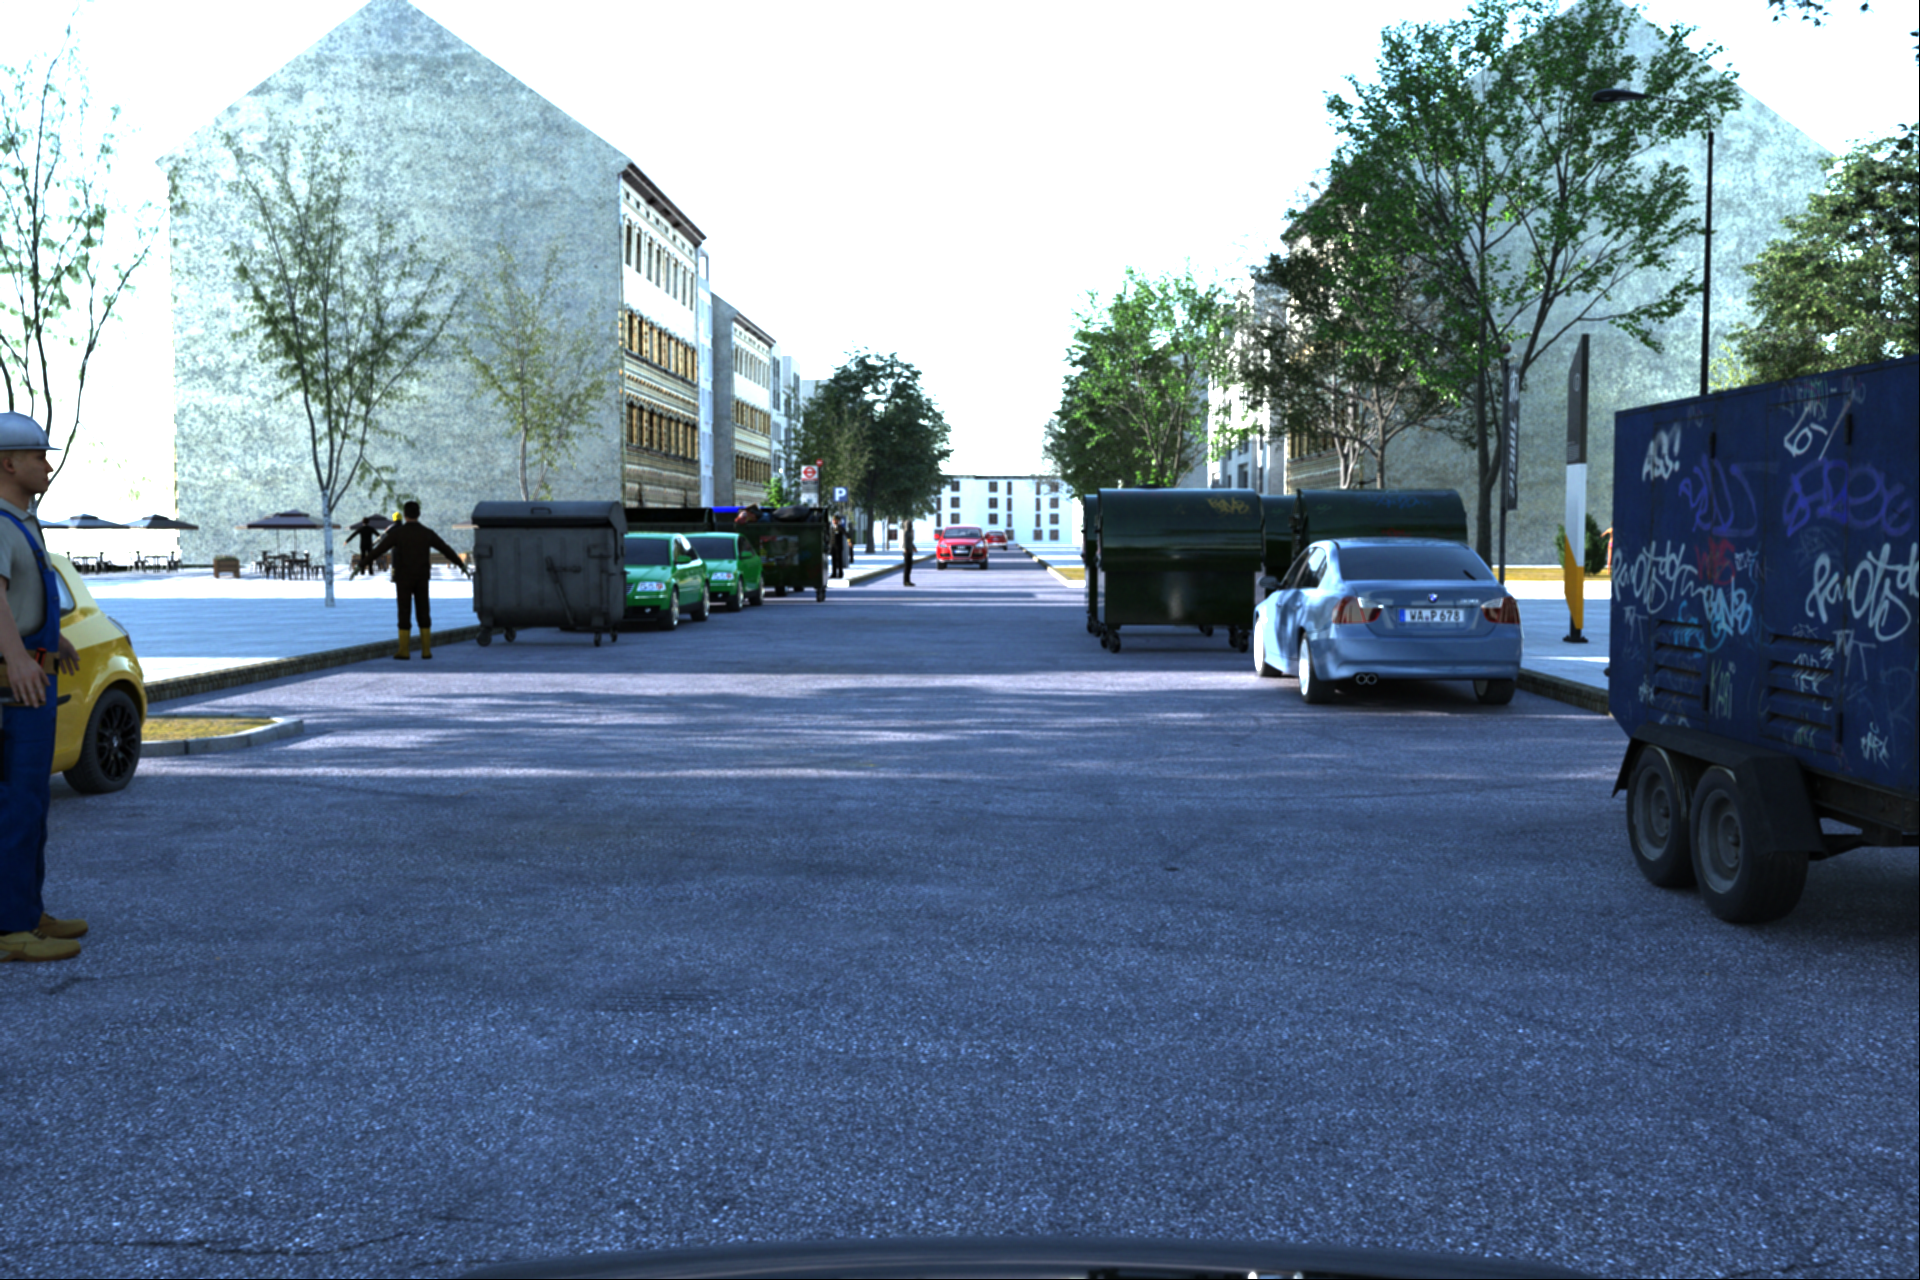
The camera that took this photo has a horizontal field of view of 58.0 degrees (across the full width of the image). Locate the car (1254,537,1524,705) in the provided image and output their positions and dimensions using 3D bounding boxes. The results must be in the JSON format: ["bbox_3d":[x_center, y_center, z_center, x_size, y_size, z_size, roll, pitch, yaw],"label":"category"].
[{"bbox_3d":[3.807,-0.236,15.867,2.014,1.417,4.499,0,4,2],"label":"car"}]

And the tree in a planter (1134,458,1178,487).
[{"bbox_3d":[4.593,-2.656,40.652,1.991,3.239,1.994,0,4,2],"label":"tree in a planter"}]

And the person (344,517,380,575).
[{"bbox_3d":[-18.609,-2.943,54.300,1.347,1.806,0.705,-1,4,-17],"label":"person"}]

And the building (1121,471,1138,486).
[{"bbox_3d":[28.520,-22.654,201.317,19.493,23.208,18.063,0,4,1],"label":"building"}]

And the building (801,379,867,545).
[{"bbox_3d":[-20.464,-21.212,213.278,16.747,18.905,31.486,0,4,1],"label":"building"}]

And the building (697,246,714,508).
[{"bbox_3d":[-21.776,-15.083,103.022,16.016,20.090,11.380,0,4,1],"label":"building"}]

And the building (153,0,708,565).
[{"bbox_3d":[-22.737,-15.190,79.281,19.493,23.208,18.063,0,4,1],"label":"building"}]

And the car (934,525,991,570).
[{"bbox_3d":[0.120,-3.799,70.791,2.281,1.827,5.304,0,4,1],"label":"car"}]

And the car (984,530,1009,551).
[{"bbox_3d":[3.074,-8.652,150.129,2.281,1.827,5.304,0,4,1],"label":"car"}]

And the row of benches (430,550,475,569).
[{"bbox_3d":[-18.381,-3.089,65.961,4.104,0.672,1.422,-3,5,-41],"label":"row of benches"}]

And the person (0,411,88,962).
[{"bbox_3d":[-3.192,0.146,5.923,0.705,1.847,1.347,-1,4,-23],"label":"person"}]

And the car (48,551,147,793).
[{"bbox_3d":[-5.551,0.121,8.244,2.015,1.641,3.980,0,4,1],"label":"car"}]

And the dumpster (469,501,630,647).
[{"bbox_3d":[-5.311,-0.873,22.493,1.865,1.857,1.264,0,4,1],"label":"dumpster"}]

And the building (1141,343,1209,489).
[{"bbox_3d":[27.281,-18.509,169.077,16.747,18.905,31.486,0,4,1],"label":"building"}]

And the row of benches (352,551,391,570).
[{"bbox_3d":[-21.040,-2.934,63.425,1.422,0.672,4.104,0,4,6],"label":"row of benches"}]

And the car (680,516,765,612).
[{"bbox_3d":[-4.872,-1.498,33.295,1.959,1.807,4.718,0,4,1],"label":"car"}]

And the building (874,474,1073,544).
[{"bbox_3d":[1.919,-18.196,242.101,28.070,9.664,9.099,0,4,-2],"label":"building"}]

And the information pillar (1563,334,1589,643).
[{"bbox_3d":[7.310,-1.785,20.541,0.183,3.616,0.504,0,4,2],"label":"information pillar"}]

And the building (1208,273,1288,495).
[{"bbox_3d":[28.378,-15.858,125.733,16.747,18.905,31.486,0,4,1],"label":"building"}]

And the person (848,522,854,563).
[{"bbox_3d":[-4.826,-4.276,76.049,0.705,1.813,1.348,-1,4,-10],"label":"person"}]

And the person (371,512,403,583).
[{"bbox_3d":[-14.839,-2.444,45.733,1.351,1.858,0.704,-2,4,-28],"label":"person"}]

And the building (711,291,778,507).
[{"bbox_3d":[-24.297,-18.092,126.726,19.493,23.208,18.063,0,4,2],"label":"building"}]

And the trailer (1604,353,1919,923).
[{"bbox_3d":[3.522,-0.021,7.395,1.471,1.999,3.904,0,4,1],"label":"trailer"}]

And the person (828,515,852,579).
[{"bbox_3d":[-3.577,-2.695,50.004,1.347,1.837,0.705,3,4,38],"label":"person"}]

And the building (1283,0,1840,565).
[{"bbox_3d":[25.791,-15.178,79.082,19.493,23.208,18.063,0,4,1],"label":"building"}]

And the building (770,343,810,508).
[{"bbox_3d":[-24.962,-18.639,171.211,16.747,18.905,31.486,0,4,1],"label":"building"}]

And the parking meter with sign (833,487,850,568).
[{"bbox_3d":[-4.411,-4.200,64.938,0.543,3.016,1.738,0,4,1],"label":"parking meter with sign"}]

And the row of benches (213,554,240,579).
[{"bbox_3d":[-21.855,-2.209,51.577,1.422,0.672,4.104,-2,4,-24],"label":"row of benches"}]

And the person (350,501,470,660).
[{"bbox_3d":[-6.278,-0.689,19.852,1.346,1.812,0.704,-2,4,-29],"label":"person"}]

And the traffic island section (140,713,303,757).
[{"bbox_3d":[-5.754,0.660,12.068,1.991,0.108,1.994,0,4,1],"label":"traffic island section"}]

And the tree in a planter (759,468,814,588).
[{"bbox_3d":[-4.886,-3.024,46.668,1.991,3.239,1.994,0,4,2],"label":"tree in a planter"}]

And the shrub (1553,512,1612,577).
[{"bbox_3d":[18.725,-2.917,52.107,1.690,2.028,1.600,0,3,0],"label":"shrub"}]

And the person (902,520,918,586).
[{"bbox_3d":[-1.400,-2.396,47.767,0.705,1.813,1.348,1,4,9],"label":"person"}]

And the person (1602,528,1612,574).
[{"bbox_3d":[20.893,-2.964,55.261,1.217,1.733,0.721,3,4,39],"label":"person"}]

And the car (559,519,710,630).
[{"bbox_3d":[-5.077,-1.123,27.156,1.959,1.807,4.718,0,4,1],"label":"car"}]
